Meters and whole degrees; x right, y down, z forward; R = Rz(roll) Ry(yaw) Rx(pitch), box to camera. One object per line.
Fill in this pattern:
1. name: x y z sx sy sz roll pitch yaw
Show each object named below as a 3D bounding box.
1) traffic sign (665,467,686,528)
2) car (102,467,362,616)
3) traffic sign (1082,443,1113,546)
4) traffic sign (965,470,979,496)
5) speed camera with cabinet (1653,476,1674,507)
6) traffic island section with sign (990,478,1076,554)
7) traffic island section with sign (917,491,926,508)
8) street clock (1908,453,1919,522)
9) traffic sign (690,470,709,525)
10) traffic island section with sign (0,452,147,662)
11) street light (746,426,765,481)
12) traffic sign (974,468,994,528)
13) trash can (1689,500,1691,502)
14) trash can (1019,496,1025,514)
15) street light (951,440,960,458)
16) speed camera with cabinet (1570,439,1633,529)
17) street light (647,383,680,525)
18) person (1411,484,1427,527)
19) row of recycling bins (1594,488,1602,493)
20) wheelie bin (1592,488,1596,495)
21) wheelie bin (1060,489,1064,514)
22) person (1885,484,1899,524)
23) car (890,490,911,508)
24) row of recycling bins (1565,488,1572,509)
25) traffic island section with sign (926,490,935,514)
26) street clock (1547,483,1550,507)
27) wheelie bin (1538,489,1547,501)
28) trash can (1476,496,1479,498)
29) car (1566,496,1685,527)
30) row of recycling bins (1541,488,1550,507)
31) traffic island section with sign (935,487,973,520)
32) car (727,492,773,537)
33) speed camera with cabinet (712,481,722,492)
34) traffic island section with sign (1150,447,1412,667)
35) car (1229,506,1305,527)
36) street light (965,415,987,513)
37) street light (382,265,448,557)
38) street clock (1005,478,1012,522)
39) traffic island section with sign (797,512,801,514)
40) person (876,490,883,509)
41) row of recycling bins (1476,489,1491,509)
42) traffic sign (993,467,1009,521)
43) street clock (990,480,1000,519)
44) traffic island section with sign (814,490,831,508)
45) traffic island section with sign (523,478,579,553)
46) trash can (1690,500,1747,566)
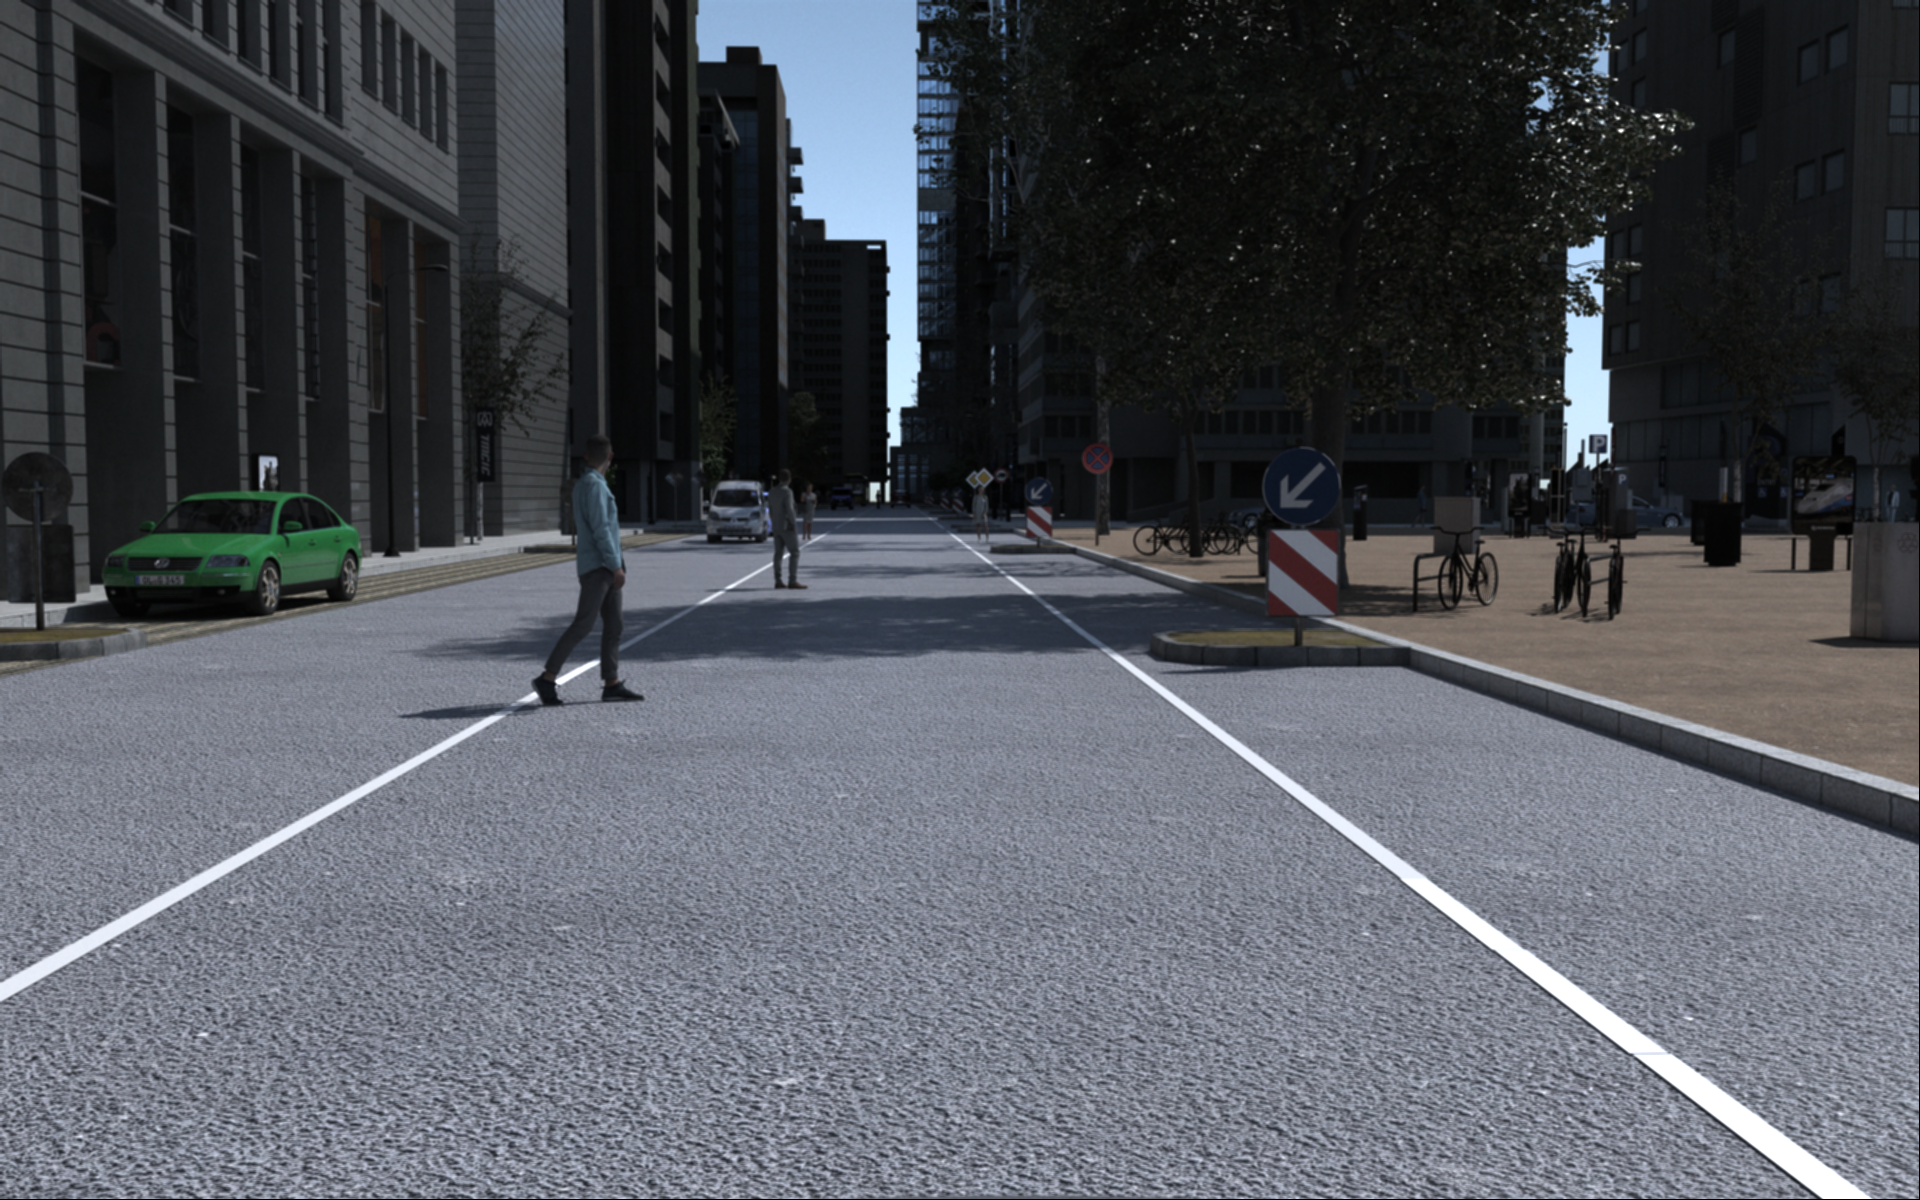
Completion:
1. traffic sign: -10.636 -3.739 64.776 0.795 2.450 0.064 0 4 -2
2. car: -8.954 -0.783 21.604 1.959 1.807 4.718 0 4 -1
3. traffic sign: 3.409 -2.622 42.973 0.768 2.556 0.104 0 4 3
4. traffic sign: 0.613 -4.251 73.151 0.795 2.450 0.064 0 4 -2
5. speed camera with cabinet: 36.690 -5.870 90.308 0.660 3.252 2.038 3 4 37
6. traffic island section with sign: 1.756 -2.057 42.258 1.989 1.847 2.006 0 4 -2
7. traffic island section with sign: -3.089 -10.233 175.943 1.989 1.847 2.006 0 4 -2
8. street clock: 17.033 -1.602 30.767 0.358 2.002 0.471 3 5 40
9. traffic sign: -10.925 -4.227 72.756 0.795 2.450 0.064 0 4 -2
10. traffic island section with sign: -8.551 -0.426 15.592 1.989 1.847 2.006 0 4 -2
11. street light: -14.036 -8.932 118.583 1.470 5.913 1.316 0 4 -2
12. traffic sign: 0.902 -3.763 65.171 0.795 2.450 0.064 0 4 -2
13. trash can: 18.652 -1.942 43.411 0.748 1.137 0.748 0 3 0
14. trash can: 4.177 -6.172 112.567 0.748 1.137 0.748 0 3 0
15. street light: -0.589 -10.729 147.962 1.470 5.913 1.316 0 4 -2
16. speed camera with cabinet: 23.222 -4.177 62.632 2.038 3.252 0.660 1 4 17
17. street light: -12.436 -6.128 72.734 1.470 5.913 1.316 0 4 -2
18. person: 18.405 -3.718 69.318 0.654 1.822 0.581 1 4 14
19. row of recycling bins: 40.247 -6.098 106.818 3.534 1.692 1.069 2 4 25
20. wheelie bin: 33.148 -5.101 91.301 0.980 1.594 0.693 -1 4 -12
21. wheelie bin: 6.673 -6.414 112.769 0.980 1.594 0.693 3 5 44
22. person: 38.882 -3.909 72.289 0.514 1.842 0.818 2 4 28
23. car: -6.180 -10.478 179.991 2.281 1.827 5.304 0 4 -2
24. row of recycling bins: 41.017 -6.652 115.868 1.069 1.692 3.534 2 4 25
25. traffic island section with sign: -1.245 -7.137 125.323 1.989 1.847 2.006 0 4 -2
26. street clock: 38.935 -6.709 114.262 0.358 2.002 0.471 3 4 39
27. wheelie bin: 36.026 -6.102 107.674 0.693 1.594 0.980 -1 4 -18
28. trash can: 39.618 -7.527 134.715 0.748 1.137 0.748 0 3 0
29. car: 26.610 -3.499 69.210 4.499 1.417 2.014 0 4 -1
30. row of recycling bins: 42.269 -7.311 126.647 3.534 1.692 1.069 -3 5 -44
31. traffic island section with sign: -0.257 -5.467 98.019 1.989 1.847 2.006 0 4 -2
32. car: -6.984 -3.036 59.227 1.945 1.707 3.694 0 4 0
33. speed camera with cabinet: -16.334 -7.789 121.680 2.038 3.252 0.660 -2 4 -27
34. traffic island section with sign: 2.736 -0.409 15.320 1.989 1.847 2.006 0 4 -2
35. car: 13.028 -3.509 69.374 4.499 1.417 2.014 0 4 -1
36. street light: 0.974 -7.925 102.112 1.470 5.913 1.316 0 4 -2
37. street light: -11.086 -3.837 35.275 1.470 5.913 1.316 0 4 -2
38. street clock: 2.247 -4.632 80.306 0.358 2.002 0.471 1 4 8
39. traffic island section with sign: -12.520 -7.134 125.271 1.989 1.847 2.006 0 4 -2
40. person: -7.921 -9.803 168.718 0.705 1.831 1.348 -2 4 -31
41. row of recycling bins: 37.435 -7.270 125.983 3.534 1.692 1.069 1 4 22
42. traffic sign: 1.972 -5.056 82.776 0.768 2.556 0.104 0 4 3
43. street clock: 1.762 -5.103 88.004 0.471 2.002 0.358 2 4 32
44. traffic island section with sign: -14.301 -10.146 174.521 1.989 1.847 2.006 0 4 -2
45. traffic island section with sign: -9.529 -2.073 42.529 1.989 1.847 2.006 0 4 -2
46. trash can: 13.632 -1.180 30.945 0.748 1.137 0.748 0 3 0
